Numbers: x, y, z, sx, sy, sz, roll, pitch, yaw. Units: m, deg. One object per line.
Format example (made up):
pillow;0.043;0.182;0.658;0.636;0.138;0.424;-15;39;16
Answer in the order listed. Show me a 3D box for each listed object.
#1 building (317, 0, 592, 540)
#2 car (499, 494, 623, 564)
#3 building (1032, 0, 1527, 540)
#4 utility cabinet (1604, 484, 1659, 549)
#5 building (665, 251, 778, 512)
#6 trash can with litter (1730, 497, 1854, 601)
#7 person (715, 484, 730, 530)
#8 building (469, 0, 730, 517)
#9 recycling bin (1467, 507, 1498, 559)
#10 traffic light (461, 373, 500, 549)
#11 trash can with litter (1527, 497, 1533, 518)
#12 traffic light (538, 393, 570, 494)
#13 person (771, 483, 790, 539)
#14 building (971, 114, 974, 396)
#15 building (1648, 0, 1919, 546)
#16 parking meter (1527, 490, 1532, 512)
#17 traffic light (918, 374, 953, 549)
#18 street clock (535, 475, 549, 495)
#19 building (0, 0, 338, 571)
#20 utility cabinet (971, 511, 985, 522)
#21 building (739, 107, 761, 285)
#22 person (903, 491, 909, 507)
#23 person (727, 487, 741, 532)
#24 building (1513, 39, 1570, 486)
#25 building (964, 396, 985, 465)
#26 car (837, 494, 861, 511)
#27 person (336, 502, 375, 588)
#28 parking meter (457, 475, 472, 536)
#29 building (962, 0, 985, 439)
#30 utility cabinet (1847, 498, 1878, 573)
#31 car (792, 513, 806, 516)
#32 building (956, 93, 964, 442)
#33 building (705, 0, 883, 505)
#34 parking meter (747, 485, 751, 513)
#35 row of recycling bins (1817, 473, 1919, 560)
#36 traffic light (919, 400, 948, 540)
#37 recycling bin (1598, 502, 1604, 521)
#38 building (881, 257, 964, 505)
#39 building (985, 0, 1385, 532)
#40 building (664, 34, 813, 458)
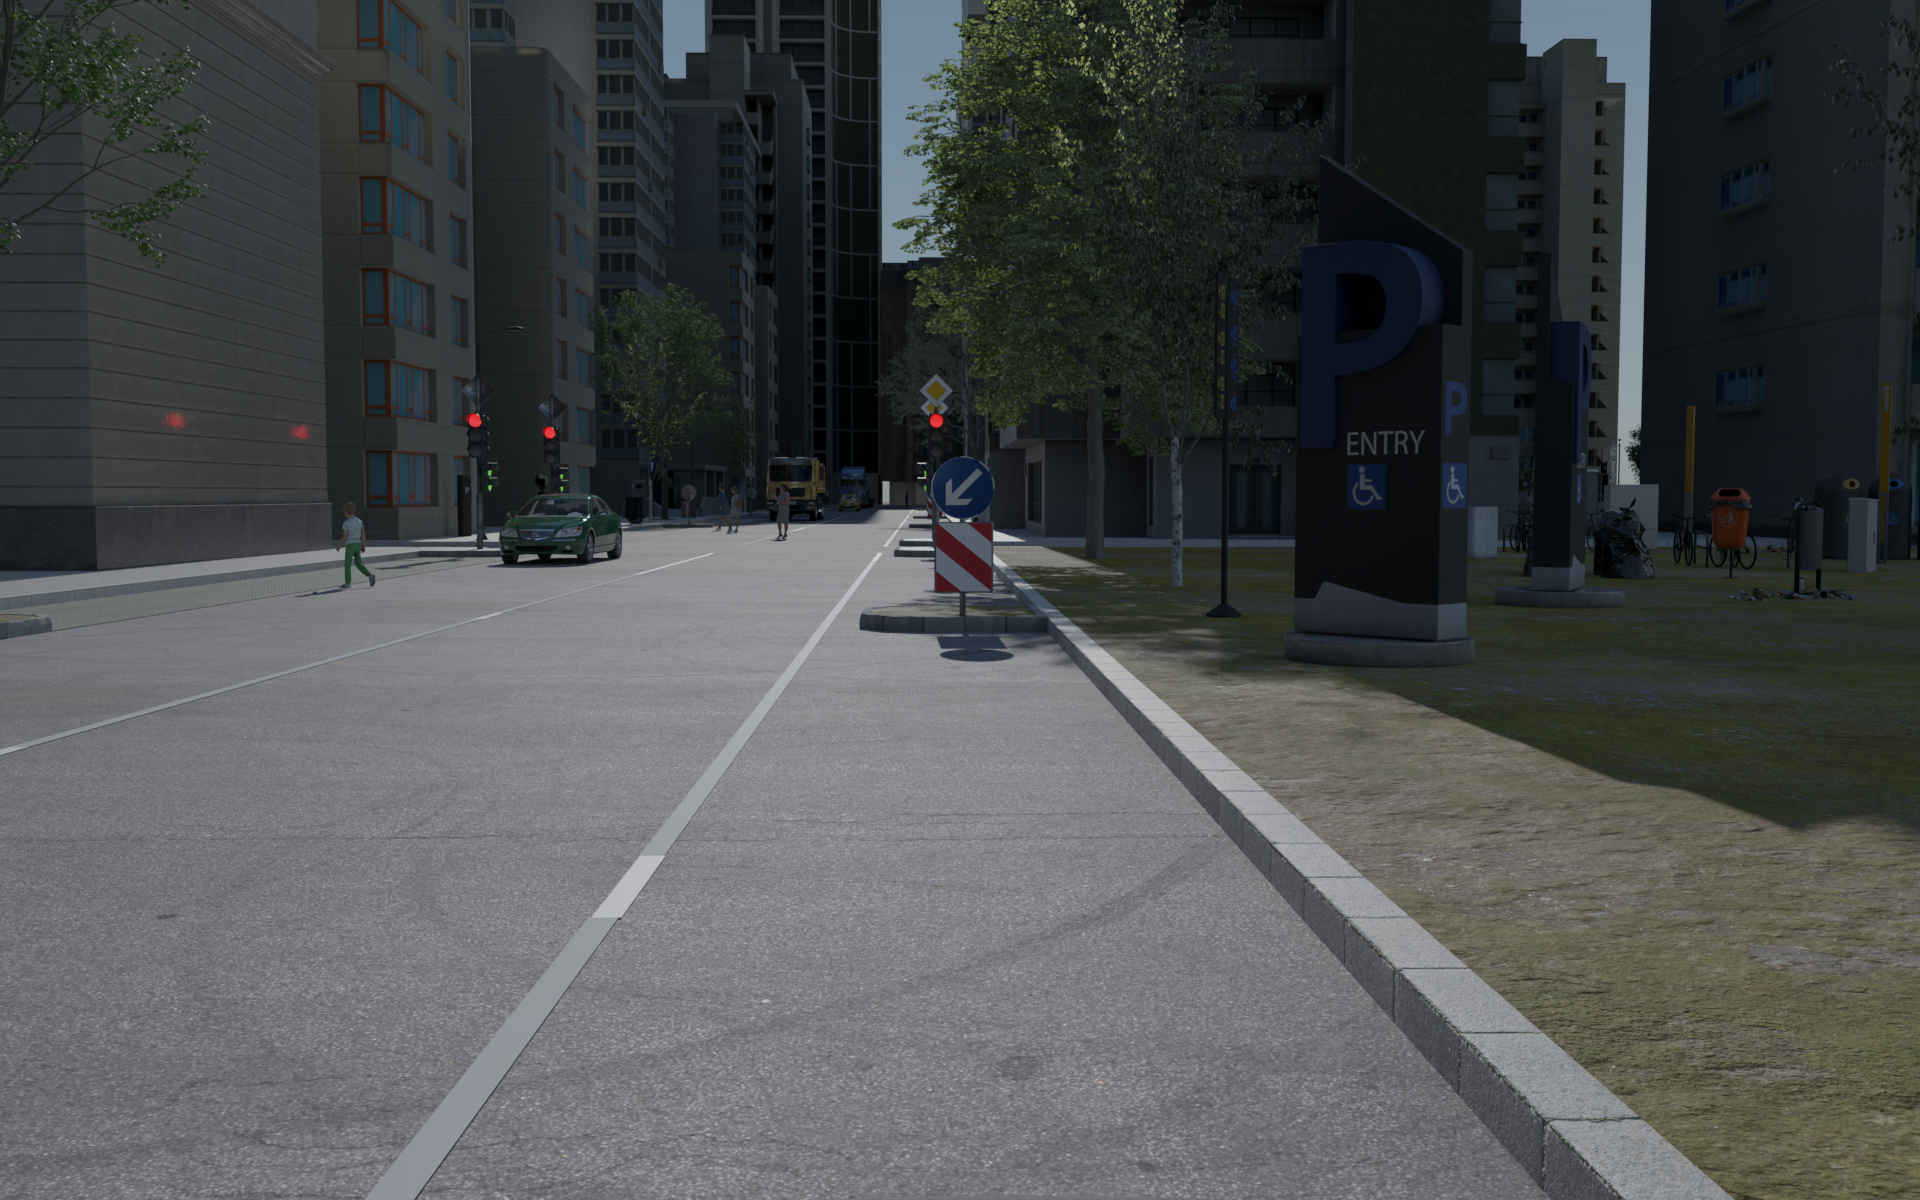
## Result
building;-29.676;-13.240;61.514;27.650;21.520;28.899;0;4;-1
car;-8.496;-1.552;37.168;2.131;1.459;4.920;0;4;1
building;8.416;-17.256;53.833;14.107;30.474;14.160;0;4;-1
utility cabinet;15.418;-1.906;39.834;1.173;1.500;0.318;0;4;-7
building;-29.595;-17.899;137.689;27.650;21.520;28.899;0;4;-1
trash can with litter;10.233;-0.640;21.525;2.233;1.210;1.678;-2;4;-35
person;-9.456;-3.708;69.142;0.654;1.822;0.581;0;4;8
building;-30.867;-25.188;103.700;32.217;40.220;23.993;0;4;-1
recycling bin;10.236;-1.349;34.618;0.722;1.027;0.722;-2;4;-33
traffic light;-11.181;-3.143;40.304;0.839;4.253;0.868;0;4;-1
trash can with litter;26.801;-4.298;81.660;0.624;1.170;1.055;0;4;-1
traffic light;-11.343;-3.631;48.287;0.839;4.253;0.868;0;4;-1
person;-5.788;-2.854;55.523;0.532;1.782;0.716;-3;5;-40
building;7.783;-22.203;134.727;14.160;30.474;14.107;0;4;-1
building;34.244;-26.367;54.803;21.600;48.544;21.300;0;4;-1
parking meter;28.889;-4.875;88.111;0.372;1.533;0.369;0;3;0
traffic light;-0.573;-3.157;40.534;0.839;4.253;0.868;0;4;-1
street clock;-15.566;-3.668;64.537;0.471;2.002;0.358;-2;4;-32
building;-26.593;-14.451;33.541;25.104;27.353;12.463;0;4;-1
utility cabinet;0.982;-4.282;81.171;1.020;1.237;0.306;3;5;41
building;-32.100;-28.843;163.470;32.217;40.220;23.993;0;4;-1
person;-5.752;-10.753;185.001;0.721;1.739;1.217;-2;4;-30
person;-8.462;-3.401;65.118;0.522;1.701;0.512;1;4;19
building;60.282;-34.618;189.704;21.600;48.544;21.300;0;4;-1
building;11.742;-48.554;106.533;22.319;86.520;31.000;0;4;-1
car;-9.190;-8.176;143.896;2.015;1.641;3.980;0;4;-1
person;-9.252;-0.842;26.507;0.590;1.304;0.306;1;4;11
parking meter;-15.028;-2.863;52.527;0.255;1.863;0.399;2;4;26
building;13.807;-34.599;154.935;28.713;52.752;27.495;0;4;-1
utility cabinet;14.881;-1.063;28.539;0.306;1.237;1.020;3;4;36
car;-10.130;-6.081;111.223;2.131;1.459;4.920;0;4;-1
building;10.765;-34.532;184.210;23.786;49.044;30.456;0;4;-1
building;-20.154;-47.510;215.032;20.611;71.187;20.563;0;4;-1
parking meter;-14.305;-6.823;117.272;0.255;1.863;0.399;0;4;-8
row of recycling bins;18.629;-1.634;33.835;3.534;1.692;1.069;1;4;20
traffic light;-0.735;-3.645;48.517;0.839;4.253;0.868;0;4;-1
recycling bin;21.669;-2.787;58.114;0.722;1.027;0.722;0;4;5
building;-2.747;-27.057;214.077;14.107;30.474;14.160;0;4;-1
building;7.955;-18.201;69.292;14.160;30.474;14.107;0;4;-1
building;-27.228;-34.519;188.083;21.600;48.544;21.300;0;4;-1
